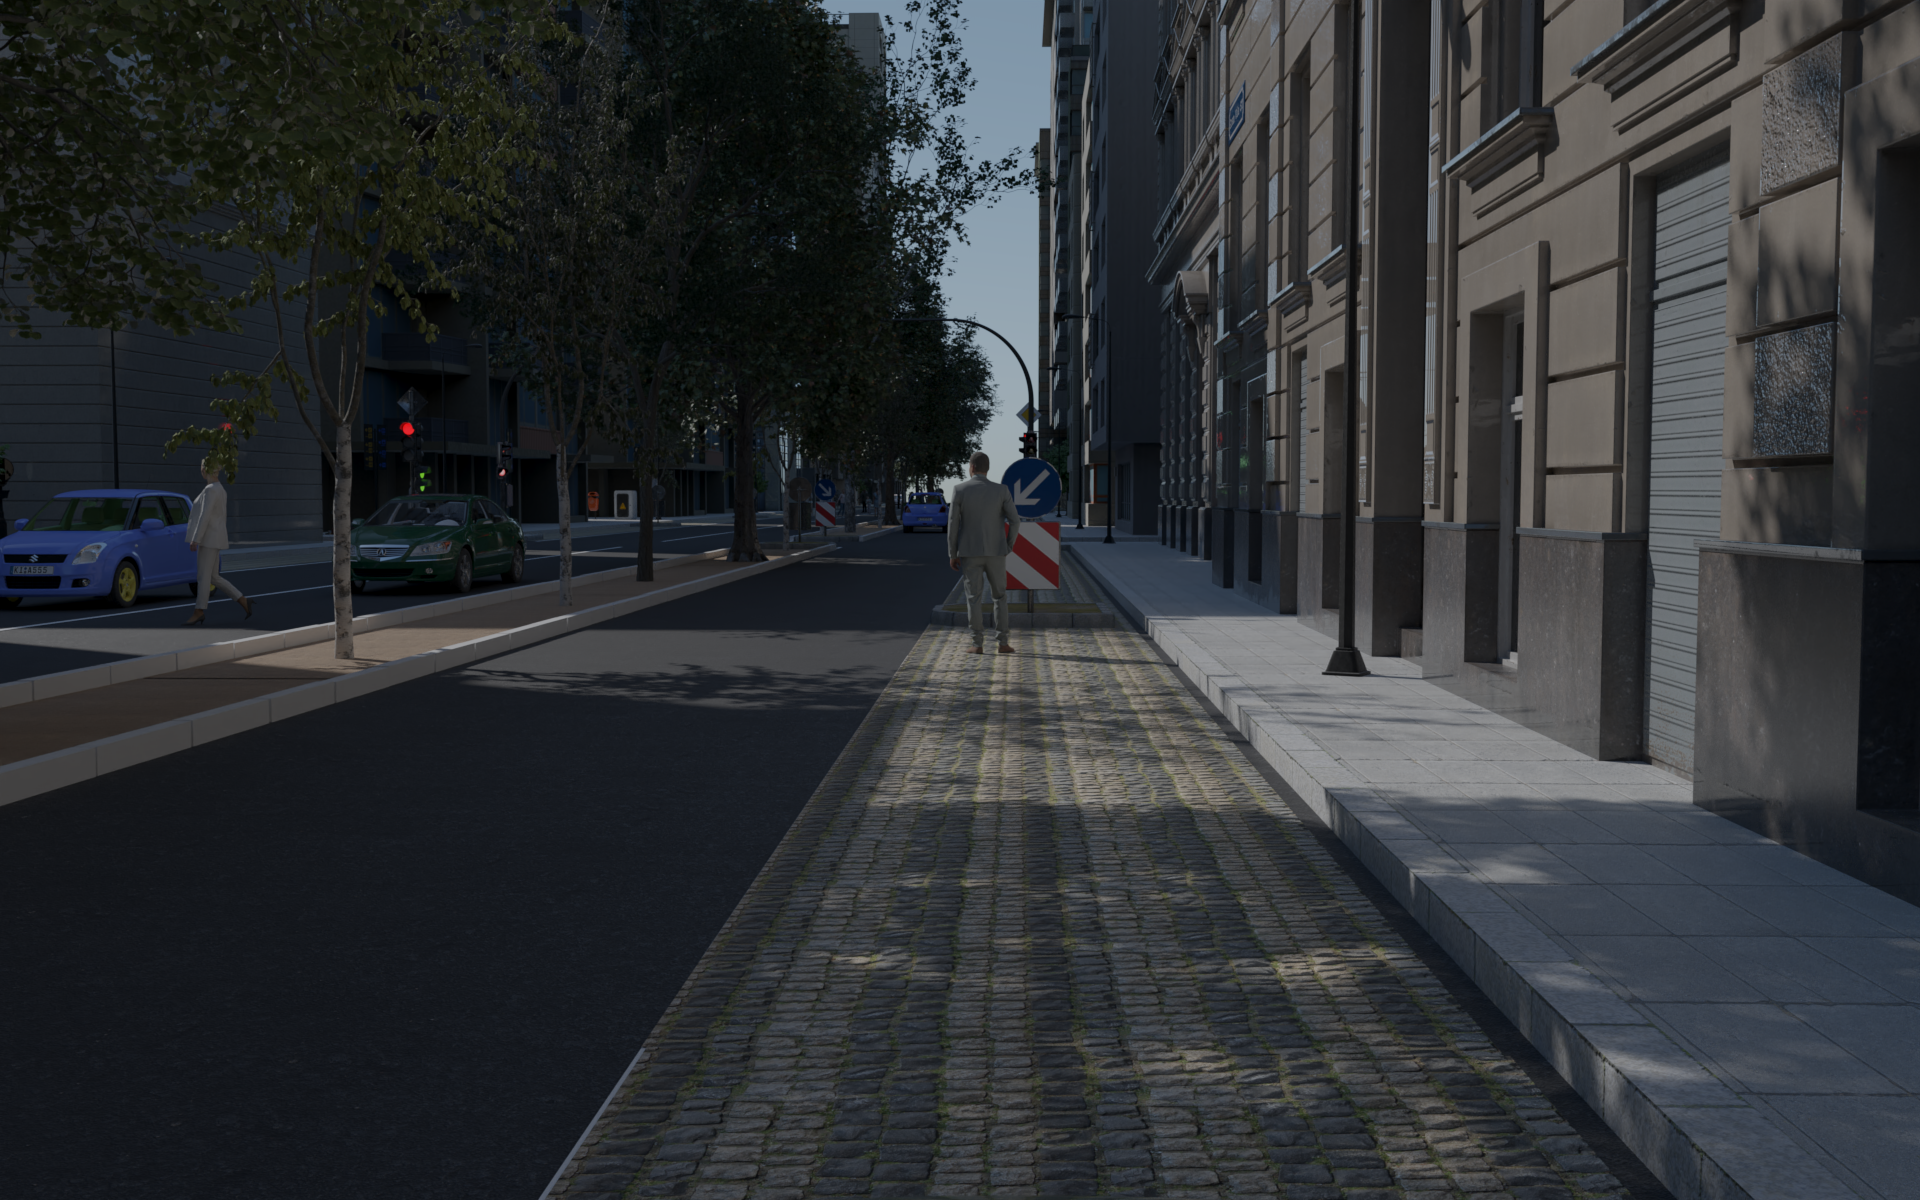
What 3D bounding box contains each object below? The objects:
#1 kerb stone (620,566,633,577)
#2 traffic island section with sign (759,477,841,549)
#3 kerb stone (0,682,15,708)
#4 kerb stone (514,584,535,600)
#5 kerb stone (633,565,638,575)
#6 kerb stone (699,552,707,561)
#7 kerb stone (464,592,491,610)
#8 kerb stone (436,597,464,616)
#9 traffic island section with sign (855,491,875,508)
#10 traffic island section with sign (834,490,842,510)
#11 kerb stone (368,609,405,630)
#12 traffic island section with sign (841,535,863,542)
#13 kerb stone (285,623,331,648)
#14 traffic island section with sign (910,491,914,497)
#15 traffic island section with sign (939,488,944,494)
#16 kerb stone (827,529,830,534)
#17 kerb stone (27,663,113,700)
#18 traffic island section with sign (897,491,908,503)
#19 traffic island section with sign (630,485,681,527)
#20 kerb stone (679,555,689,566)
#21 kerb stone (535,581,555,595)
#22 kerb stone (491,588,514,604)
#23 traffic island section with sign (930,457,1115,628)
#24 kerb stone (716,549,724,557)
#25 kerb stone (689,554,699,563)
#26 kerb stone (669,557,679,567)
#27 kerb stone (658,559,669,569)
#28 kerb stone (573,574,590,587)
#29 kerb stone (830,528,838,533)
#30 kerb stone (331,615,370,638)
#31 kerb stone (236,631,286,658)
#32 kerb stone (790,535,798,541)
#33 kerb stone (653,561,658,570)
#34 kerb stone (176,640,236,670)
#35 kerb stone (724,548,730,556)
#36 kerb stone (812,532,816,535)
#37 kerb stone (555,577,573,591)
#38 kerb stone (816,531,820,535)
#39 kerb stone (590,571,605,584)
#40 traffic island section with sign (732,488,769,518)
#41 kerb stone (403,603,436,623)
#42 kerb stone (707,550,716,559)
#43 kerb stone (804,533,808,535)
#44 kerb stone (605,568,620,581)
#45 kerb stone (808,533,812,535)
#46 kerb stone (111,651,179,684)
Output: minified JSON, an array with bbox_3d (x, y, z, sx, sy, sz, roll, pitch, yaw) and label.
[{"bbox_3d":[-5.850,-0.468,29.853,0.120,0.150,1.000,0,4,2],"label":"kerb stone"},{"bbox_3d":[-4.291,-2.282,45.453,2.006,1.907,1.989,0,4,2],"label":"traffic island section with sign"},{"bbox_3d":[-6.452,0.665,11.403,0.120,0.150,1.000,0,4,2],"label":"kerb stone"},{"bbox_3d":[-6.048,-0.092,23.707,0.120,0.150,1.000,0,4,2],"label":"kerb stone"},{"bbox_3d":[-5.809,-0.526,30.889,0.120,0.150,1.000,0,4,2],"label":"kerb stone"},{"bbox_3d":[-5.609,-0.903,37.047,0.120,0.150,1.000,0,4,2],"label":"kerb stone"},{"bbox_3d":[-6.115,0.033,21.657,0.120,0.150,1.000,0,4,2],"label":"kerb stone"},{"bbox_3d":[-6.152,0.099,20.627,0.120,0.150,1.000,0,4,2],"label":"kerb stone"},{"bbox_3d":[-9.903,-10.511,180.481,1.989,1.847,2.006,0,4,2],"label":"traffic island section with sign"},{"bbox_3d":[-10.795,-8.863,153.540,1.989,1.847,2.006,0,4,2],"label":"traffic island section with sign"},{"bbox_3d":[-6.221,0.222,18.573,0.120,0.150,1.000,0,4,2],"label":"kerb stone"},{"bbox_3d":[-4.035,-2.735,52.856,2.006,1.907,1.989,0,4,2],"label":"traffic island section with sign"},{"bbox_3d":[-6.284,0.349,16.521,0.120,0.150,1.000,0,4,2],"label":"kerb stone"},{"bbox_3d":[-7.215,-15.467,261.512,1.989,1.847,2.006,0,4,2],"label":"traffic island section with sign"},{"bbox_3d":[-1.550,-7.328,127.954,2.006,1.907,1.989,0,4,2],"label":"traffic island section with sign"},{"bbox_3d":[-4.806,-2.381,61.117,0.120,0.150,1.000,0,4,2],"label":"kerb stone"},{"bbox_3d":[-6.417,0.598,12.425,0.120,0.150,1.000,0,4,2],"label":"kerb stone"},{"bbox_3d":[-8.110,-13.819,234.572,1.989,1.847,2.006,0,4,2],"label":"traffic island section with sign"},{"bbox_3d":[-13.361,-4.141,76.329,1.989,1.847,2.006,0,4,2],"label":"traffic island section with sign"},{"bbox_3d":[-5.677,-0.783,34.995,0.120,0.150,1.000,0,4,2],"label":"kerb stone"},{"bbox_3d":[-6.018,-0.153,24.735,0.120,0.150,1.000,0,4,2],"label":"kerb stone"},{"bbox_3d":[-6.086,-0.029,22.685,0.120,0.150,1.000,0,4,2],"label":"kerb stone"},{"bbox_3d":[0.683,-0.656,19.361,1.989,1.847,2.006,0,4,2],"label":"traffic island section with sign"},{"bbox_3d":[-5.533,-1.029,39.090,0.120,0.150,1.000,0,4,2],"label":"kerb stone"},{"bbox_3d":[-5.642,-0.845,36.017,0.120,0.150,1.000,0,4,2],"label":"kerb stone"},{"bbox_3d":[-5.713,-0.720,33.971,0.120,0.150,1.000,0,4,2],"label":"kerb stone"},{"bbox_3d":[-5.738,-0.658,32.949,0.120,0.150,1.000,0,4,2],"label":"kerb stone"},{"bbox_3d":[-5.948,-0.273,26.781,0.120,0.150,1.000,0,4,2],"label":"kerb stone"},{"bbox_3d":[-4.712,-2.568,64.202,0.120,0.150,1.000,0,4,2],"label":"kerb stone"},{"bbox_3d":[-6.252,0.293,17.543,0.120,0.150,1.000,0,4,2],"label":"kerb stone"},{"bbox_3d":[-6.322,0.416,15.499,0.120,0.150,1.000,0,4,2],"label":"kerb stone"},{"bbox_3d":[-5.079,-1.879,52.925,0.120,0.150,1.000,0,4,2],"label":"kerb stone"},{"bbox_3d":[-5.781,-0.594,31.925,0.120,0.150,1.000,0,4,2],"label":"kerb stone"},{"bbox_3d":[-6.356,0.472,14.474,0.120,0.150,1.000,0,4,2],"label":"kerb stone"},{"bbox_3d":[-5.504,-1.096,40.112,0.120,0.150,1.000,0,4,2],"label":"kerb stone"},{"bbox_3d":[-4.938,-2.130,57.025,0.120,0.150,1.000,0,4,2],"label":"kerb stone"},{"bbox_3d":[-5.982,-0.211,25.758,0.120,0.150,1.000,0,4,2],"label":"kerb stone"},{"bbox_3d":[-4.908,-2.184,58.047,0.120,0.150,1.000,0,4,2],"label":"kerb stone"},{"bbox_3d":[-5.920,-0.343,27.804,0.120,0.150,1.000,0,4,2],"label":"kerb stone"},{"bbox_3d":[-12.455,-5.794,103.367,1.989,1.847,2.006,0,4,2],"label":"traffic island section with sign"},{"bbox_3d":[-6.187,0.160,19.606,0.120,0.150,1.000,0,4,2],"label":"kerb stone"},{"bbox_3d":[-5.568,-0.967,38.068,0.120,0.150,1.000,0,4,2],"label":"kerb stone"},{"bbox_3d":[-5.011,-2.001,54.977,0.120,0.150,1.000,0,4,2],"label":"kerb stone"},{"bbox_3d":[-5.875,-0.405,28.825,0.120,0.150,1.000,0,4,2],"label":"kerb stone"},{"bbox_3d":[-4.978,-2.067,55.998,0.120,0.150,1.000,0,4,2],"label":"kerb stone"},{"bbox_3d":[-6.389,0.535,13.450,0.120,0.150,1.000,0,4,2],"label":"kerb stone"}]
